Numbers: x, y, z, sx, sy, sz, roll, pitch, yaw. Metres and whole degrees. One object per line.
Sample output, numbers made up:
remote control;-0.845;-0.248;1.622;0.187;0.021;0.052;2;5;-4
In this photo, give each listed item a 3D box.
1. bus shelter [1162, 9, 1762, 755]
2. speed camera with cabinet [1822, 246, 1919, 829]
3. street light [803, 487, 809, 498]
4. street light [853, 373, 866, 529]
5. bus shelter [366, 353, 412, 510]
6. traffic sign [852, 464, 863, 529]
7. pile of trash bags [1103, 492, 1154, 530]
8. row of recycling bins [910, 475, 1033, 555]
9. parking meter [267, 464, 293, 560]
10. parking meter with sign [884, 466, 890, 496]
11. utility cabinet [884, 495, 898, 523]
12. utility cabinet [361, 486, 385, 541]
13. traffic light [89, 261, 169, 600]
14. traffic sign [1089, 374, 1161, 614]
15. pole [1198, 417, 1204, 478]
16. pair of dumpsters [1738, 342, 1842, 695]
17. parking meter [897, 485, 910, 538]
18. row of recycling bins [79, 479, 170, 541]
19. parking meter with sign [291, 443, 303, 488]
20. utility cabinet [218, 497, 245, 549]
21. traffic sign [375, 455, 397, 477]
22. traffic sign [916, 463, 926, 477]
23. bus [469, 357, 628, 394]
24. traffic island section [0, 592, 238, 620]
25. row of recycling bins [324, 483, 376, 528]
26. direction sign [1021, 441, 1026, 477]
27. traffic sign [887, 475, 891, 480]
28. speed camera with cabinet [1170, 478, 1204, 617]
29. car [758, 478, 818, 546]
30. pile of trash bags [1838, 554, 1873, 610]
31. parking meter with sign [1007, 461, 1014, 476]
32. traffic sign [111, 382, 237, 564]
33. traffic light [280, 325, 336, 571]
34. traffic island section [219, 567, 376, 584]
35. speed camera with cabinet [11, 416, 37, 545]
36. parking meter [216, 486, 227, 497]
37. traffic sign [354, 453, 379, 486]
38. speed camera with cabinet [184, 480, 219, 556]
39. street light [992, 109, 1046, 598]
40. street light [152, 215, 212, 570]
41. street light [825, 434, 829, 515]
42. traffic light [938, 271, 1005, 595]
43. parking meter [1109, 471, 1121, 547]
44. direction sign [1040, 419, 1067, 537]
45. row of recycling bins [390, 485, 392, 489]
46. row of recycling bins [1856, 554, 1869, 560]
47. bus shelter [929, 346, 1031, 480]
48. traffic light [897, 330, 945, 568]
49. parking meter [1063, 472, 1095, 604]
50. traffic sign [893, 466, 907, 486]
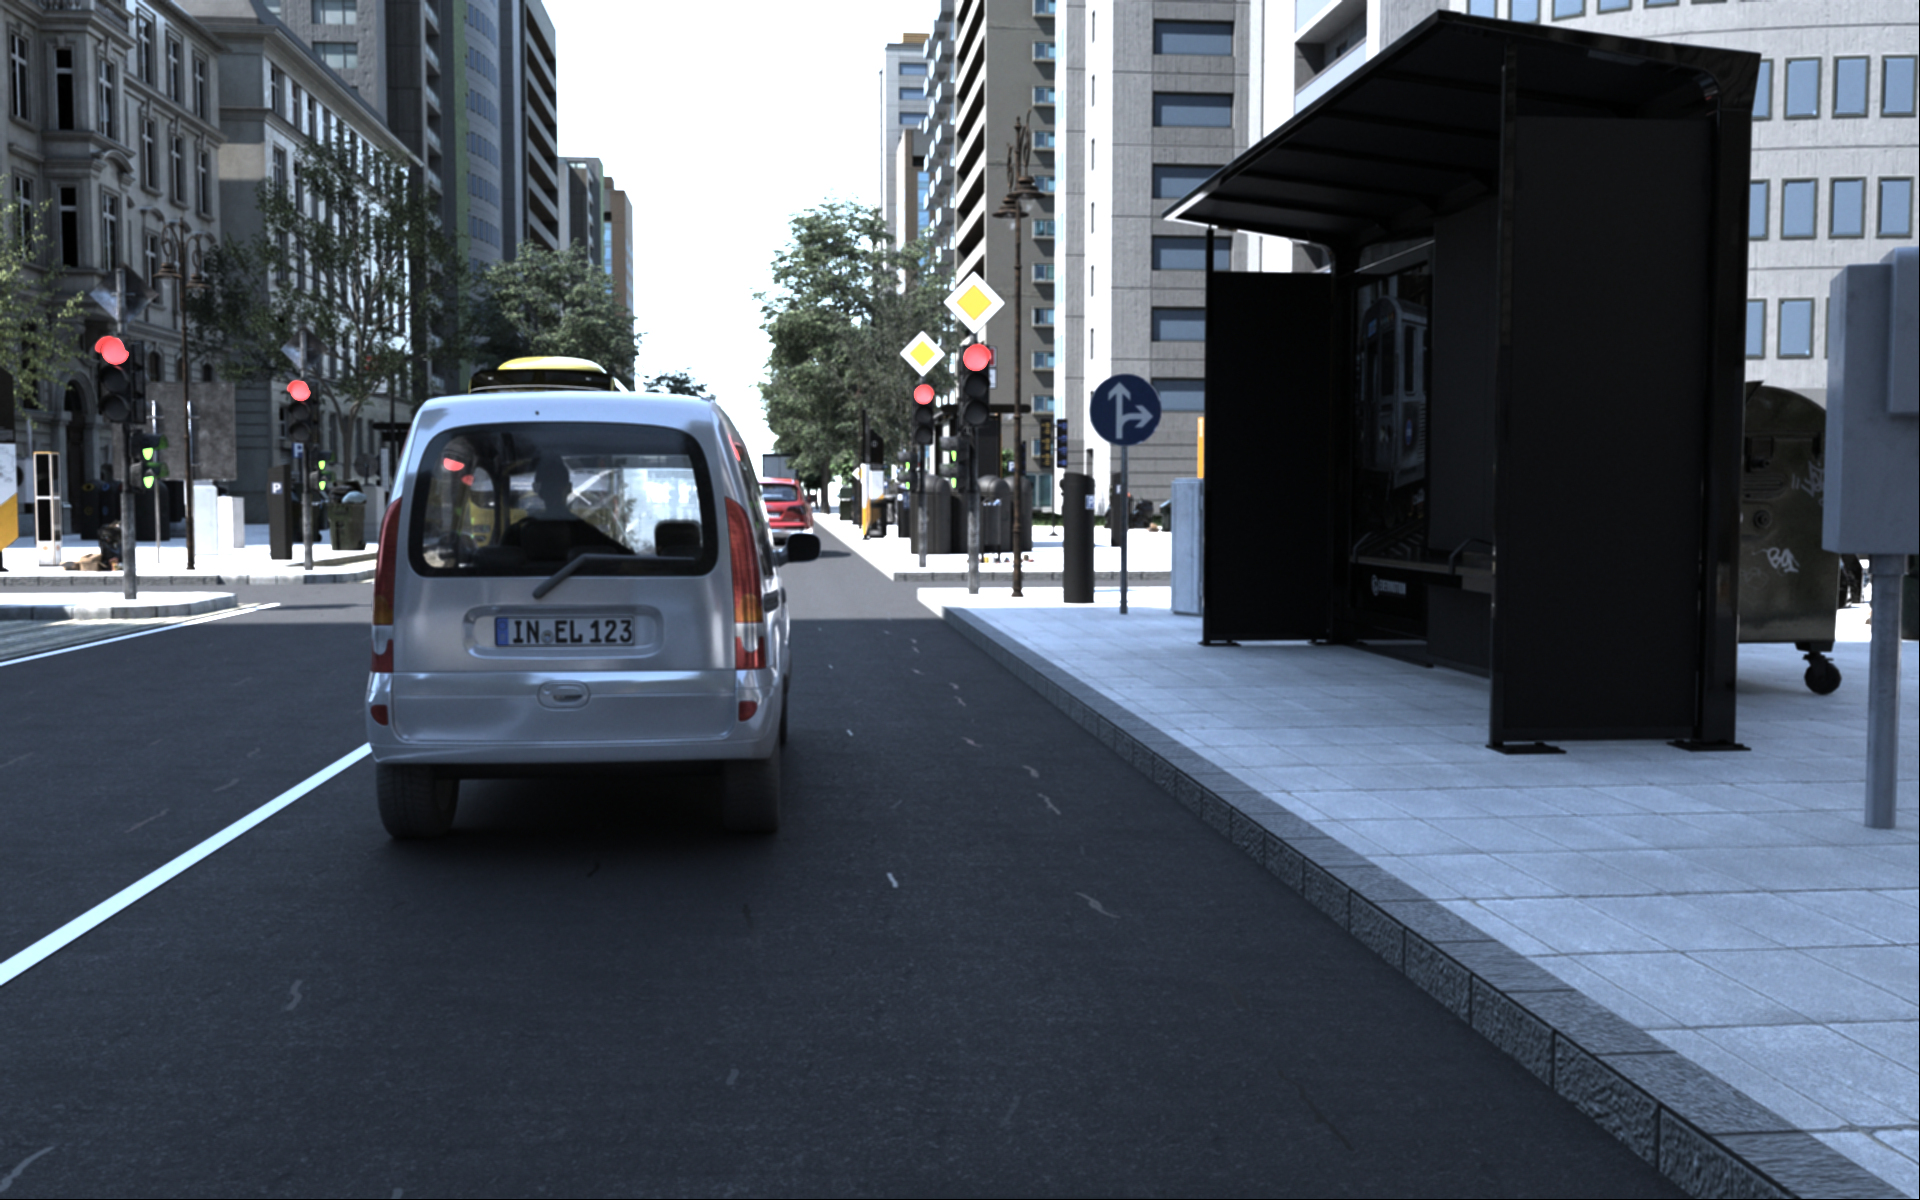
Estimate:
bus shelter;2.859;-1.244;11.621;1.731;3.624;6.357;0;4;-6
speed camera with cabinet;4.391;-0.741;6.457;2.038;3.252;0.660;1;4;20
street light;-15.795;-12.702;180.465;0.468;5.910;1.993;0;4;-6
street light;-3.621;-5.496;62.645;0.468;5.910;1.993;0;4;-6
bus shelter;-16.295;-4.562;52.226;2.179;5.291;8.768;0;4;-6
traffic sign;-3.581;-3.836;63.909;0.795;2.450;0.064;0;4;3
pile of trash bags;6.149;-3.293;63.592;1.912;1.369;3.447;0;4;8
row of recycling bins;0.328;-1.872;37.728;1.069;1.692;3.534;3;5;43
parking meter;-13.187;-1.704;33.579;0.399;1.863;0.255;0;4;6
parking meter with sign;-3.432;-5.102;79.682;0.543;3.016;1.738;0;4;3
utility cabinet;-2.908;-4.011;76.734;1.020;1.237;0.306;3;5;39
utility cabinet;-15.964;-2.325;46.698;1.173;1.500;0.318;3;4;36
traffic light;-10.050;-1.956;20.902;0.839;4.253;0.868;0;4;-6
traffic sign;1.755;-1.124;18.487;0.768;2.556;0.104;0;4;1
pole;6.426;-3.199;46.141;0.158;3.312;0.155;0;3;0
pair of dumpsters;4.792;-0.643;13.006;1.574;2.255;4.437;0;4;-6
parking meter;-1.628;-2.561;50.277;0.372;1.533;0.369;0;3;0
row of recycling bins;-23.194;-2.507;48.109;3.534;1.692;1.069;2;4;33
parking meter with sign;-22.101;-3.714;56.991;0.543;3.016;1.738;0;4;7
utility cabinet;-17.201;-1.815;40.836;0.306;1.237;1.020;-3;5;-44
traffic sign;-18.121;-3.330;54.548;0.768;2.556;0.104;0;4;0
traffic sign;-1.606;-3.912;63.971;0.884;2.594;0.081;0;4;-5
bus;-7.826;-2.640;34.718;2.896;3.916;12.252;0;4;-8
traffic island section;-10.091;0.076;21.033;2.009;0.180;2.903;0;4;-6
row of recycling bins;-23.923;-3.606;66.073;3.534;1.692;1.069;0;4;-7
direction sign;2.651;-5.033;74.293;0.379;3.537;0.876;-1;4;-19
traffic sign;-4.584;-6.424;105.144;0.768;2.556;0.104;0;3;0
speed camera with cabinet;3.275;-1.487;18.655;2.038;3.252;0.660;-2;4;-27
car;-4.504;-1.983;41.093;2.281;1.827;5.304;0;4;-5
pile of trash bags;10.766;-0.643;20.260;1.912;1.369;3.447;3;5;42
parking meter with sign;2.291;-5.914;92.961;0.543;3.016;1.738;-2;4;-34
traffic sign;-14.281;-2.299;31.464;2.265;3.308;0.079;0;4;1
traffic light;-10.873;-2.442;28.845;0.839;4.253;0.868;0;4;-6
traffic island section;-10.914;-0.409;28.976;2.009;0.180;2.903;0;4;-6
speed camera with cabinet;-24.302;-3.039;44.031;2.038;3.252;0.660;1;4;20
parking meter;-24.402;-2.987;57.241;0.372;1.533;0.369;0;3;0
traffic sign;-18.555;-3.306;54.152;0.768;2.556;0.104;0;4;0
speed camera with cabinet;-16.027;-2.580;36.525;0.660;3.252;2.038;-2;4;-26
street light;0.712;-2.970;21.348;0.468;5.910;1.993;0;4;-6
street light;-12.973;-3.440;29.029;0.468;5.910;1.993;0;4;-6
street light;-7.941;-8.036;104.174;0.468;5.910;1.993;0;4;-6
traffic light;0.155;-2.021;21.971;0.839;4.253;0.868;0;4;-6
parking meter;3.830;-2.217;41.954;0.399;1.863;0.255;-1;4;-10
direction sign;2.825;-3.683;52.209;0.876;3.537;0.379;-1;4;-20
row of recycling bins;-24.989;-4.134;74.699;1.069;1.692;3.534;2;4;29
row of recycling bins;18.799;-1.645;34.009;3.534;1.692;1.069;0;4;-8
bus shelter;0.188;-4.092;44.540;2.179;5.291;8.768;0;4;-6
traffic light;-0.668;-2.507;29.914;0.839;4.253;0.868;0;4;-6
parking meter;1.395;-0.729;20.328;0.372;1.533;0.369;0;3;0
traffic sign;-2.087;-3.598;60.957;0.606;2.300;0.079;0;4;-2
